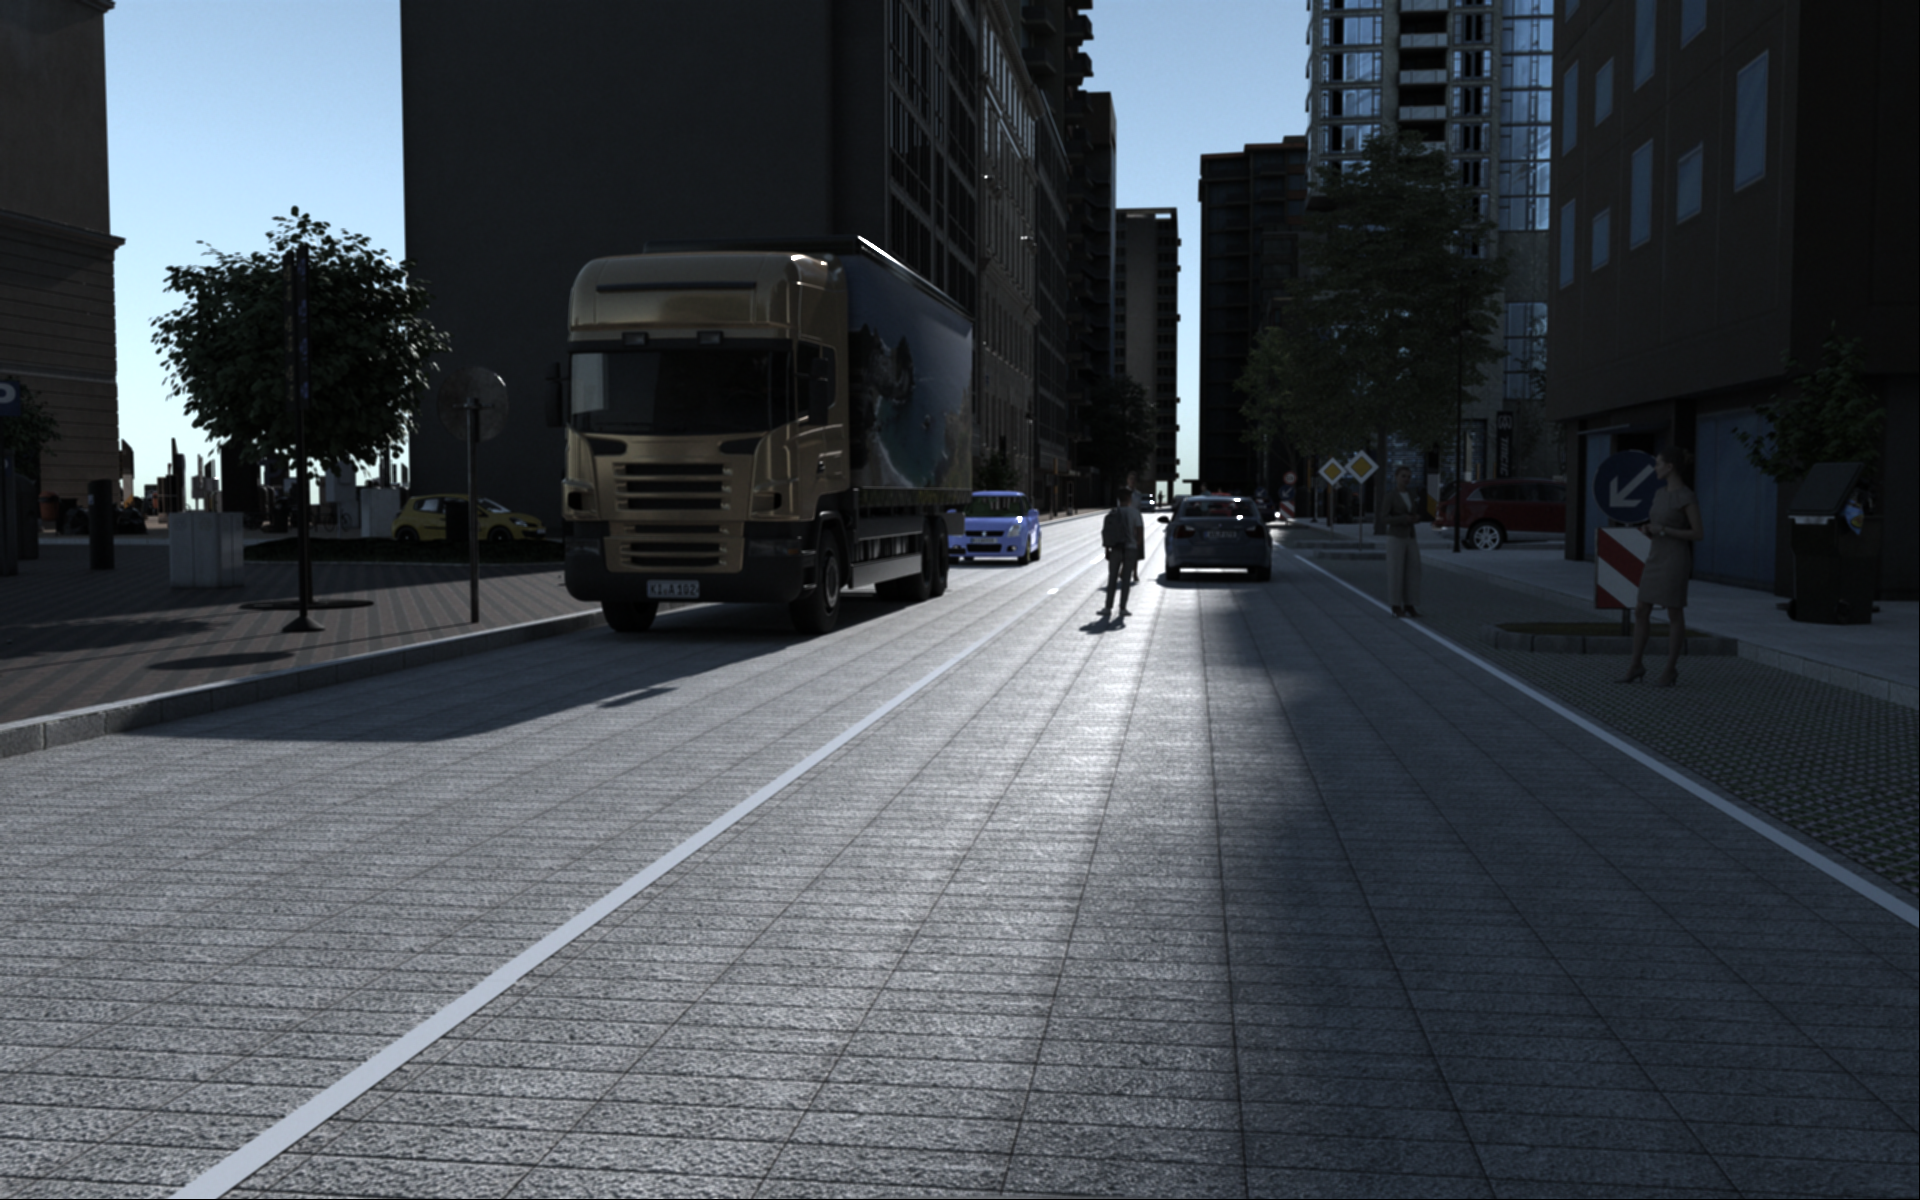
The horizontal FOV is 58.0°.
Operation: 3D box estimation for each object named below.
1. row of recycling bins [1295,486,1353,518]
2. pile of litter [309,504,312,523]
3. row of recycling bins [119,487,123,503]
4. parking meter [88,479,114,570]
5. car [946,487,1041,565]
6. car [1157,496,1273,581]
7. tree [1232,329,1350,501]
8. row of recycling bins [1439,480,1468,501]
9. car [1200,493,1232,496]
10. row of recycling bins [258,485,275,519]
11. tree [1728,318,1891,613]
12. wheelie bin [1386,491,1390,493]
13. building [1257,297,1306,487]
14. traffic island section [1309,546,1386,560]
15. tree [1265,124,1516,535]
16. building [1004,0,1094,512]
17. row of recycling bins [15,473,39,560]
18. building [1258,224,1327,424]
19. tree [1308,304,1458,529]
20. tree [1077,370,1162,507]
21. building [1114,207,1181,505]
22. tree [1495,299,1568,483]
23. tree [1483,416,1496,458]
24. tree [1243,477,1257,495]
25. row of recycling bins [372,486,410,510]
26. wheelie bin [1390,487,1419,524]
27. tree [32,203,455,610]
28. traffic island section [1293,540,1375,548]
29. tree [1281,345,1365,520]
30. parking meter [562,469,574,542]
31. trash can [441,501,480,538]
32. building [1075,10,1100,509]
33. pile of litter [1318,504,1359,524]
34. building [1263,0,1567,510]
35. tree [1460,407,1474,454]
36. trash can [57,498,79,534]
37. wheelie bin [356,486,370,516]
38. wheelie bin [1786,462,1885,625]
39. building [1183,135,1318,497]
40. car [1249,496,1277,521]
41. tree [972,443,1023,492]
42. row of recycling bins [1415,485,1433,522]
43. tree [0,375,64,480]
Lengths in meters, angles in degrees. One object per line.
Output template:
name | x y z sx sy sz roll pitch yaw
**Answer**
row of recycling bins | 19.749 -5.327 94.214 3.534 1.692 1.069 -2 4 -24
pile of litter | -29.254 -3.941 78.401 1.719 0.858 1.176 2 4 28
row of recycling bins | -39.478 -4.459 80.013 1.069 1.692 3.534 0 4 -8
parking meter | -14.669 -1.295 29.577 0.372 1.533 0.369 0 3 0
car | 0.731 -1.634 36.309 1.945 1.707 3.694 0 4 8
car | 4.427 -1.100 29.991 2.014 1.417 4.499 0 4 6
tree | 20.766 -11.139 107.872 9.928 11.665 9.643 0 3 0
row of recycling bins | 15.794 -2.645 50.351 3.534 1.692 1.069 -1 4 -13
car | 10.415 -3.763 70.559 2.155 1.783 4.494 1 4 9
row of recycling bins | -33.152 -4.527 81.134 1.069 1.692 3.534 0 4 5
tree | 9.683 -1.502 19.154 1.663 3.219 1.824 0 3 0
wheelie bin | 27.695 -6.326 111.332 0.693 1.594 0.980 1 4 22
building | 42.846 -19.548 164.650 27.650 21.520 28.899 0 4 8
traffic island section | 8.993 -1.012 38.821 2.009 0.180 2.903 0 4 8
tree | 13.519 -8.286 53.607 7.486 12.596 7.792 0 3 0
building | -0.900 -29.579 138.233 22.147 44.769 28.867 0 4 8
row of recycling bins | -19.669 -1.689 34.725 3.534 1.692 1.069 3 4 37
building | 39.230 -25.371 186.509 14.160 30.474 14.107 0 4 8
tree | 15.016 -6.909 63.329 4.737 8.622 4.395 0 3 0
tree | 15.907 -16.611 178.239 9.857 13.997 8.962 0 3 0
building | 16.192 -32.456 222.538 23.993 40.220 32.217 0 4 8
tree | 21.759 -6.797 61.485 4.360 8.622 3.978 0 3 0
tree | 37.248 -10.092 115.371 4.360 8.622 3.978 0 3 0
tree | 33.058 -12.415 197.589 1.663 3.219 1.824 0 3 0
row of recycling bins | -30.081 -5.207 92.244 3.534 1.692 1.069 2 4 26
wheelie bin | 19.256 -4.077 74.574 0.980 1.594 0.693 -1 4 -16
tree | -7.434 -2.208 19.808 4.285 4.588 4.351 0 3 0
traffic island section | 10.048 -1.496 46.736 2.009 0.180 2.903 0 4 8
tree | 17.459 -8.179 84.081 4.360 8.622 3.978 0 3 0
parking meter | -8.971 -2.074 39.626 0.255 1.863 0.399 -1 4 -12
trash can | -10.045 -1.421 34.887 0.748 1.137 0.748 0 3 0
building | 2.814 -44.321 162.892 20.563 71.187 20.611 0 4 8
pile of litter | 16.332 -3.715 74.699 1.719 0.858 1.176 1 4 21
building | 35.774 -50.200 133.448 22.319 86.520 31.000 0 4 8
tree | 27.767 -9.230 101.266 4.737 8.622 4.395 0 3 0
trash can | -29.020 -2.728 56.257 0.748 1.137 0.748 0 3 0
wheelie bin | -23.157 -3.619 67.084 0.693 1.594 0.980 2 4 32
wheelie bin | 8.718 -0.573 17.277 0.693 1.594 0.980 -1 4 -18
building | 42.296 -34.233 214.326 28.867 44.769 22.147 0 4 8
car | 15.903 -4.867 92.161 1.945 1.354 3.894 1 4 9
tree | 1.281 -4.352 65.749 1.663 3.219 1.824 0 3 0
row of recycling bins | 21.749 -4.496 80.624 1.069 1.692 3.534 0 4 6
tree | -22.750 -3.464 40.349 4.285 4.588 4.351 0 3 0
